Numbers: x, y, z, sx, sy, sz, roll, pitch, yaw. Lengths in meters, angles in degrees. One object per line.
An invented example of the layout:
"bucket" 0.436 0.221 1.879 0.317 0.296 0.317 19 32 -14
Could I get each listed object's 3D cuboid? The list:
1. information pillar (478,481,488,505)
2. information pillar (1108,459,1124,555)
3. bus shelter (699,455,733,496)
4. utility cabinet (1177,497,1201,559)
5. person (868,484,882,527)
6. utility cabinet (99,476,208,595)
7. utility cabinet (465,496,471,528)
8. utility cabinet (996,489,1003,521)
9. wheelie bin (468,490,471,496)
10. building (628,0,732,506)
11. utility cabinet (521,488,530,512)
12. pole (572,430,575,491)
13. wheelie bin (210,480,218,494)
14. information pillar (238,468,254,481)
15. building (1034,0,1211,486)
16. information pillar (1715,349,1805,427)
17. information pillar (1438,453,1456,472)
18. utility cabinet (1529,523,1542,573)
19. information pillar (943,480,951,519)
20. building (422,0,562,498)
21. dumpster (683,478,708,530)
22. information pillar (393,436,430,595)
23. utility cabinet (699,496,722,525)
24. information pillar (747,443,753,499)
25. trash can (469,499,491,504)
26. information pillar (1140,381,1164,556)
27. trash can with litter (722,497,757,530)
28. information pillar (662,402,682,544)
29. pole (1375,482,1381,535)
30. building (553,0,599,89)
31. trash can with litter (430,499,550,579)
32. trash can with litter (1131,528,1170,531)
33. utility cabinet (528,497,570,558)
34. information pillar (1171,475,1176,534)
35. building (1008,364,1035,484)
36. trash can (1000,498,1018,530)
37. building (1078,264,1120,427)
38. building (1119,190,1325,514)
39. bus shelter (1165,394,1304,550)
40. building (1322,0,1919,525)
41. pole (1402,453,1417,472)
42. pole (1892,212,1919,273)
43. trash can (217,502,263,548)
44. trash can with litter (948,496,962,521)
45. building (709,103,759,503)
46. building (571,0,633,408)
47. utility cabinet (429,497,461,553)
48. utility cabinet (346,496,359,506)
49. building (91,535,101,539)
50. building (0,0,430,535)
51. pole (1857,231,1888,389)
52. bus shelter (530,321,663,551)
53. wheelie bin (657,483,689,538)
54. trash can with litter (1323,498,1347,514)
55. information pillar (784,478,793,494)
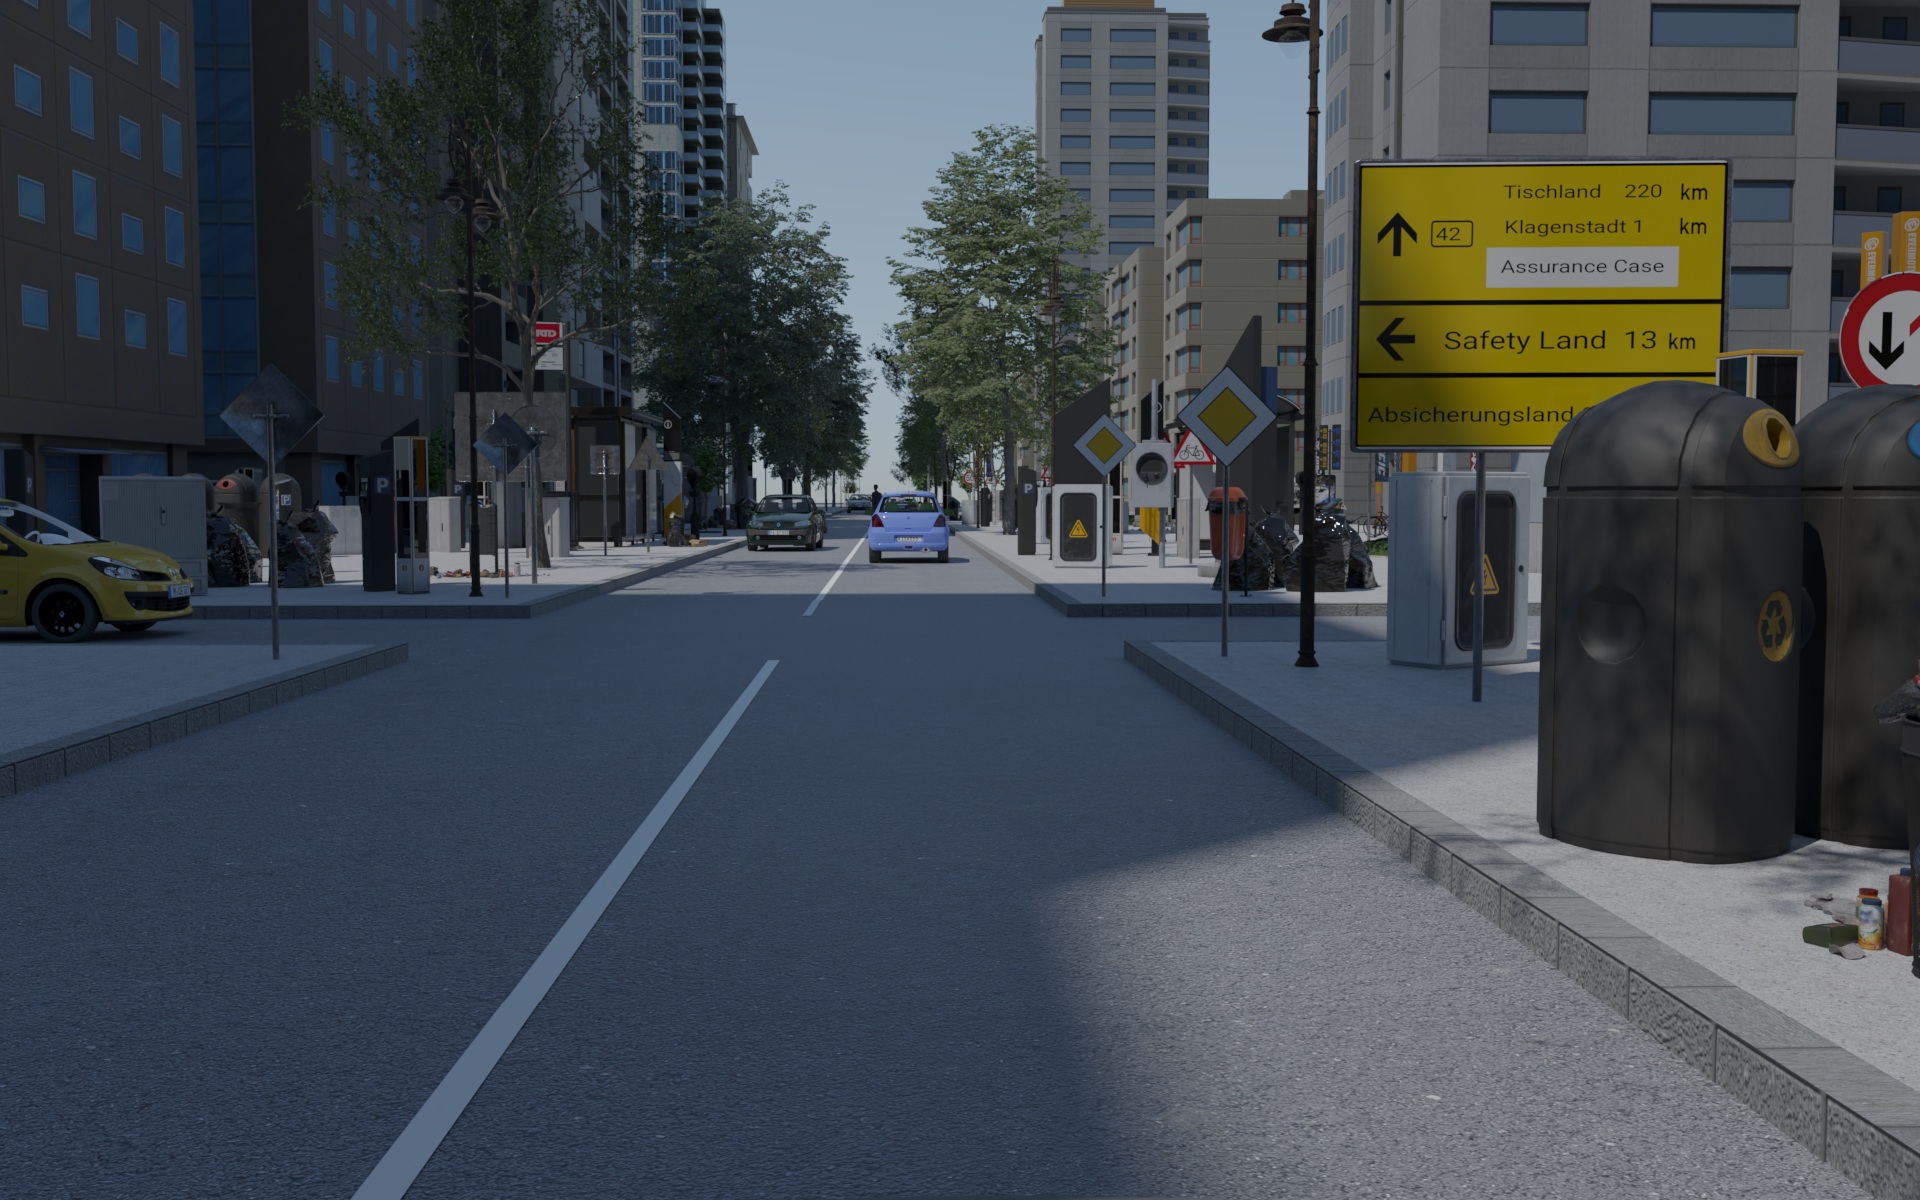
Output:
"information pillar" -10.314 -2.000 37.198 0.304 2.012 0.304 0 4 -3
"information pillar" 3.278 -1.956 36.475 0.304 2.012 0.304 1 4 13
"bus shelter" -12.426 -5.595 85.395 2.014 3.302 5.546 0 4 -2
"utility cabinet" 4.593 -1.451 34.884 0.306 1.237 1.020 0 4 -3
"person" -3.634 -4.017 73.963 0.659 1.850 0.755 -3 4 -38
"utility cabinet" -10.060 -0.791 21.620 1.173 1.500 0.318 -2 4 -32
"utility cabinet" -18.720 -3.298 65.086 1.020 1.237 0.306 -2 4 -24
"utility cabinet" 2.160 -4.469 81.754 0.318 1.500 1.173 -2 4 -31
"wheelie bin" -18.534 -3.584 66.500 0.693 1.594 0.980 -1 4 -21
"building" -38.238 -54.671 206.549 22.319 86.520 31.000 0 4 -2
"utility cabinet" -15.332 -3.157 60.294 1.173 1.500 0.318 3 5 39
"pole" -10.749 -3.311 47.975 0.158 3.312 0.155 0 3 0
"wheelie bin" -17.163 -1.945 39.714 0.693 1.594 0.980 0 4 8
"information pillar" -19.999 -2.695 48.561 0.304 2.012 0.304 3 4 37
"building" 19.718 -41.041 213.021 21.231 58.520 28.212 0 4 -2
"information pillar" 4.123 -0.276 8.997 0.304 2.012 0.304 -1 4 -11
"information pillar" 7.621 -2.188 27.122 0.183 3.616 0.504 3 5 41
"utility cabinet" 9.630 -1.022 27.864 0.306 1.237 1.020 -3 4 -38
"information pillar" -0.703 -5.290 90.979 0.304 2.012 0.304 2 4 32
"building" -28.461 -19.269 86.750 14.160 30.474 14.107 0 4 -2
"dumpster" -9.756 -3.457 62.282 1.264 1.857 1.865 0 4 -2
"information pillar" -7.029 -1.084 22.220 0.304 2.012 0.304 2 4 28
"utility cabinet" -10.089 -3.586 69.792 1.020 1.237 0.306 0 4 -6
"information pillar" -9.632 -5.341 78.674 0.504 3.616 0.183 0 4 -5
"trash can" -13.919 -2.377 50.517 0.748 1.137 0.748 0 3 0
"information pillar" 3.979 -2.718 35.799 0.504 3.616 0.183 0 4 3
"trash can with litter" -8.030 -3.133 62.618 0.624 1.170 1.055 3 5 44
"information pillar" -7.362 -3.238 44.298 0.504 3.616 0.183 1 4 16
"pole" 13.150 -3.706 54.431 0.158 3.312 0.155 0 3 0
"building" -37.834 -31.745 108.261 28.713 52.752 27.495 0 4 -2
"trash can with litter" -7.674 -0.977 27.038 2.233 1.210 1.678 2 4 25
"trash can with litter" 6.894 -3.066 61.191 1.678 1.210 2.233 1 4 21
"utility cabinet" -8.401 -1.476 35.288 1.020 1.237 0.306 3 4 37
"information pillar" 7.030 -3.164 56.223 0.304 2.012 0.304 2 4 26
"building" 21.415 -24.324 242.734 27.650 21.520 28.899 0 4 -2
"trash can" 1.815 -3.085 62.090 0.748 1.137 0.748 0 3 0
"building" 25.169 -18.359 145.208 27.650 21.520 28.899 0 4 -2
"building" 26.521 -16.597 116.393 27.650 21.520 28.899 0 4 -2
"bus shelter" 5.792 -2.627 36.872 2.014 3.302 5.546 0 4 -2
"building" 26.516 -32.496 73.307 21.231 58.520 28.212 0 4 -2
"pole" 6.731 -1.963 25.941 0.158 3.312 0.155 0 3 0
"pole" 6.873 -1.151 12.655 0.158 3.312 0.155 0 3 0
"trash can" -12.617 -1.145 30.378 0.748 1.137 0.748 0 3 0
"trash can with litter" -0.063 -4.372 82.869 1.055 1.170 0.624 2 4 32
"building" -42.650 -39.631 237.199 28.713 52.752 27.495 0 4 -2
"building" -33.983 -42.435 132.072 20.563 71.187 20.611 0 4 -2
"utility cabinet" -11.398 -1.656 38.245 0.306 1.237 1.020 -3 5 -43
"utility cabinet" -18.568 -2.617 53.945 1.020 1.237 0.306 1 4 11
"building" -28.677 -23.968 41.989 14.600 45.320 14.200 0 4 -2
"building" -28.856 -25.324 64.155 14.600 45.320 14.200 0 4 -2
"pole" 7.139 -1.209 13.603 0.158 3.312 0.155 0 3 0
"bus shelter" -8.970 -3.993 42.912 2.179 5.291 8.768 0 4 -2
"wheelie bin" -8.489 -2.643 51.117 0.980 1.594 0.693 0 4 -4
"trash can with litter" 10.900 -2.449 51.433 1.055 1.170 0.624 -1 4 -16
"information pillar" -7.767 -4.518 78.358 0.304 2.012 0.304 -2 4 -32
